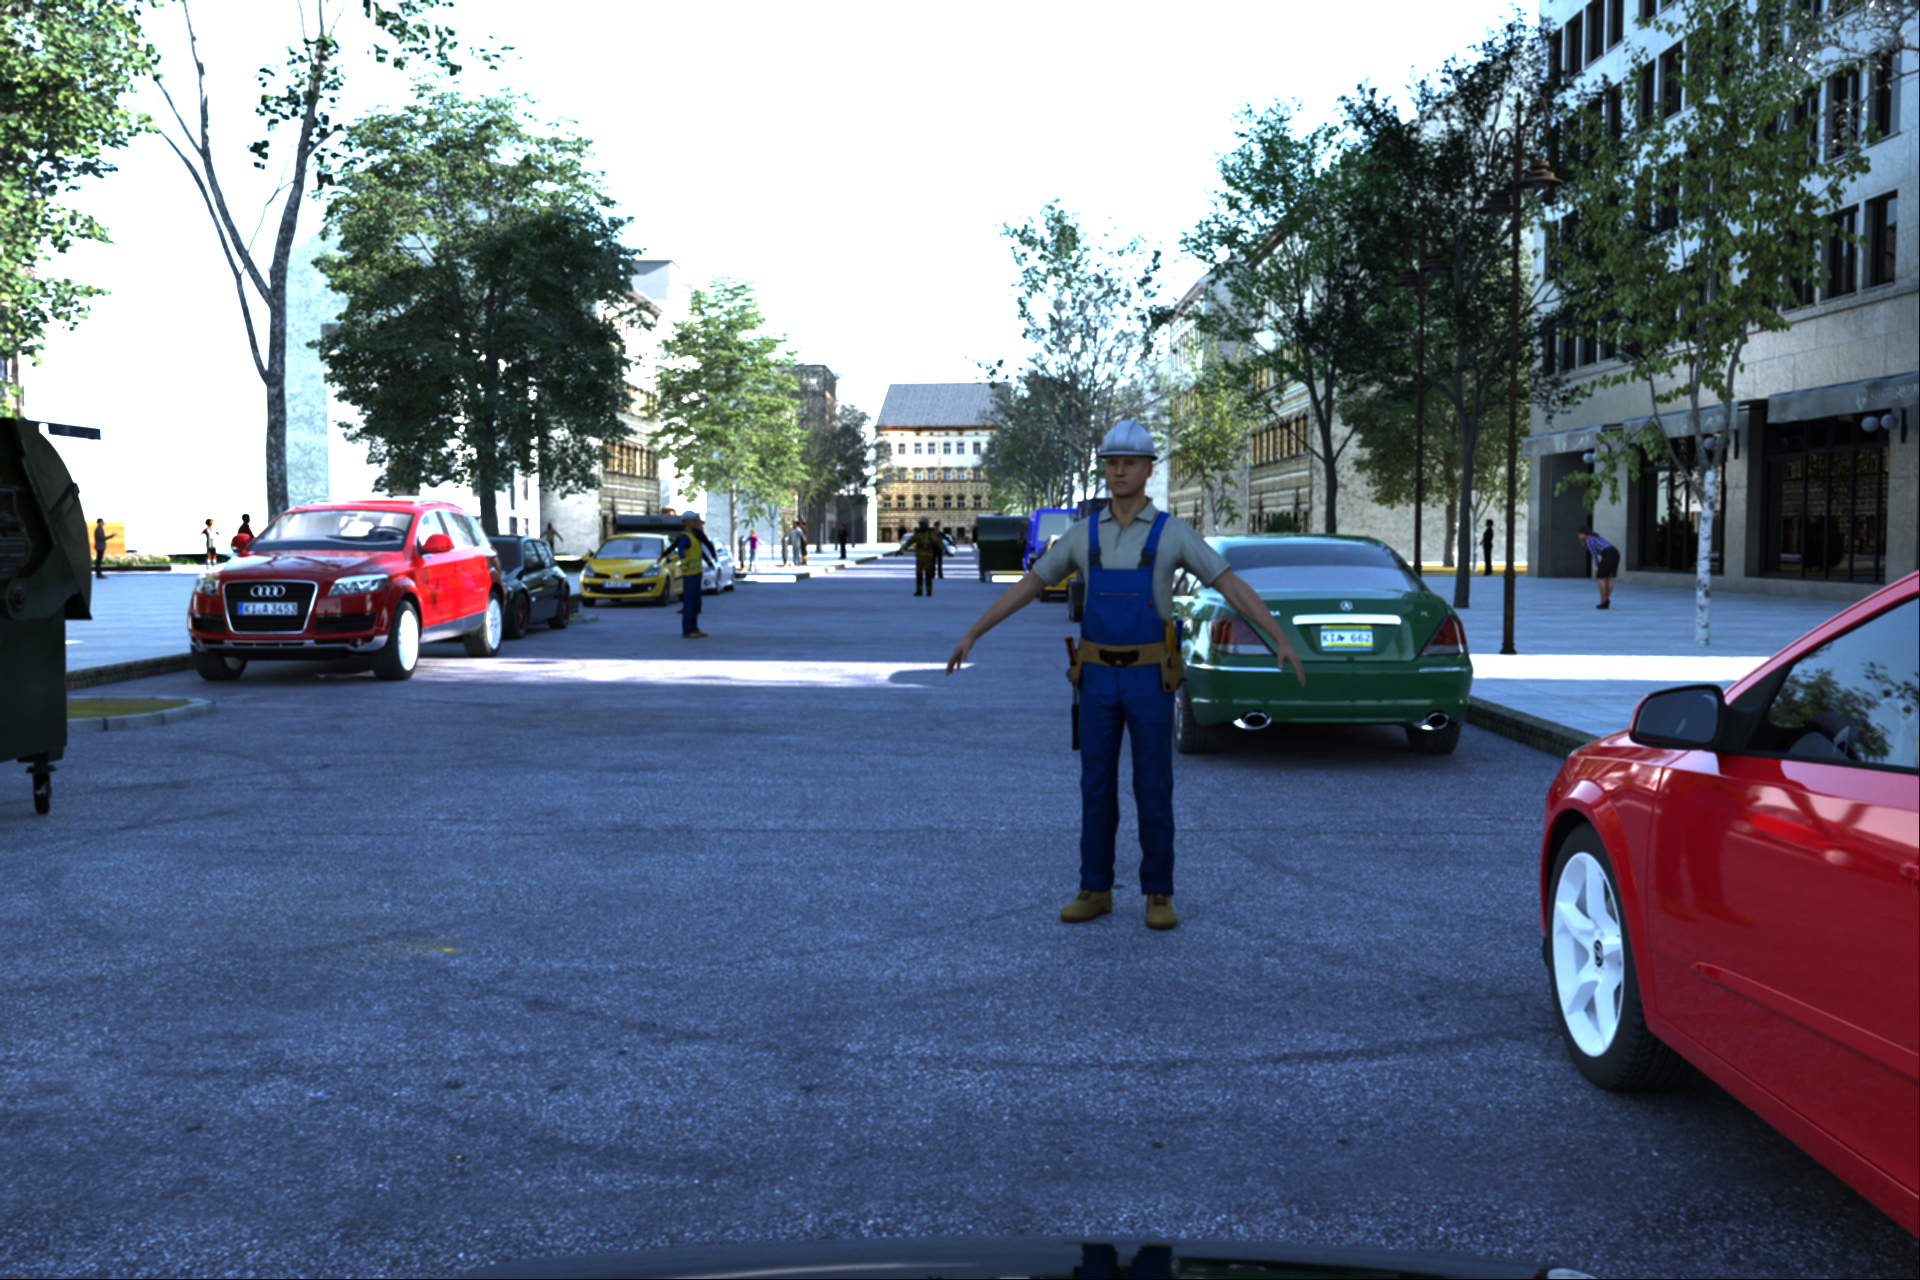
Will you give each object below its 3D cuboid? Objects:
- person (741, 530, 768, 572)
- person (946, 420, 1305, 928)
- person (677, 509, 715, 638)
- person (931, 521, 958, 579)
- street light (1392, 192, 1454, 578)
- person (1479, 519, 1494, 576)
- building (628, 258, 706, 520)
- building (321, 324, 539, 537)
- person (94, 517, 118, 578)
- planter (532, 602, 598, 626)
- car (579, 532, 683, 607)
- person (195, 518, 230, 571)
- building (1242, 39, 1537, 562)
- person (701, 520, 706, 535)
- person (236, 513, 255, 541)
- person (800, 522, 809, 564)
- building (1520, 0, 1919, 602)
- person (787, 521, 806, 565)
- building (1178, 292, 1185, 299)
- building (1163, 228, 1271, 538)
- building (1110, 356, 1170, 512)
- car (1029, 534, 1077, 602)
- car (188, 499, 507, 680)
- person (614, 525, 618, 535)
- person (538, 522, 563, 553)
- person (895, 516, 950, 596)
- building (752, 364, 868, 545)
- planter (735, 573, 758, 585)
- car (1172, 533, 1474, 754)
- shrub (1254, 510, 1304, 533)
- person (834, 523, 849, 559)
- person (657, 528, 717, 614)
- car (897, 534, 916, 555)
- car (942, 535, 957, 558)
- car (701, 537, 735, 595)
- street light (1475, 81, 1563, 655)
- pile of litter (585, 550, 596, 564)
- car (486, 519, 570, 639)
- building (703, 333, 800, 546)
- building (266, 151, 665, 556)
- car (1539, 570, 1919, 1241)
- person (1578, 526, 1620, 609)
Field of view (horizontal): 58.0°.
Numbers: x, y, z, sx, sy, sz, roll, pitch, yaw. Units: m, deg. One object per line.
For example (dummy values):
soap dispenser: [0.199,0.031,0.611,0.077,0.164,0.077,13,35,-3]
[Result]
person: [-6.950,-3.007,58.434,0.991,1.433,0.599,1,4,18]
person: [0.610,0.117,6.397,1.347,1.847,0.705,1,4,20]
person: [-3.648,-0.923,24.017,0.721,1.772,1.216,1,4,10]
person: [-0.739,-2.902,55.840,1.347,1.837,0.705,-1,4,-14]
street light: [6.351,-3.127,23.915,0.468,5.910,1.993,0,4,0]
person: [16.177,-2.849,53.307,0.721,1.740,1.216,2,4,29]
building: [-24.571,-16.129,120.129,16.016,20.090,11.380,0,4,0]
building: [-24.699,-8.629,83.236,9.099,9.664,28.070,0,4,0]
person: [-24.684,-2.662,50.097,0.750,1.759,0.617,-1,4,-13]
planter: [-6.970,-0.427,28.121,1.991,0.319,1.994,0,3,0]
car: [-6.615,-1.543,35.452,2.015,1.641,3.980,0,4,1]
person: [-25.235,-3.195,58.388,0.704,1.843,1.345,2,4,28]
building: [25.162,-15.632,86.513,19.493,23.208,18.063,0,4,1]
person: [-9.506,-3.514,63.725,0.705,1.796,1.348,-1,4,-12]
person: [-18.064,-2.313,43.922,0.704,1.816,1.345,0,4,2]
person: [-6.655,-4.115,73.419,0.704,1.812,1.346,1,4,16]
building: [26.292,-14.057,32.000,24.374,26.755,37.873,0,3,0]
person: [-6.821,-4.017,71.866,1.347,1.806,0.705,3,5,40]
building: [22.106,-17.115,136.255,16.016,20.090,11.380,0,3,0]
building: [23.823,-17.198,112.121,19.493,23.208,18.063,0,4,0]
building: [26.432,-21.908,189.120,19.493,23.208,18.063,0,4,1]
car: [2.523,-1.690,37.859,2.015,1.641,3.980,0,4,0]
car: [-6.417,-0.610,18.651,2.281,1.827,5.304,0,4,0]
person: [-17.795,-5.140,90.224,0.705,1.806,1.347,-1,4,-20]
person: [-18.715,-4.458,79.009,1.348,1.813,0.705,1,4,13]
person: [-0.846,-1.949,40.086,1.354,1.858,0.705,1,4,21]
building: [-26.667,-23.268,224.405,27.936,21.610,32.646,0,3,0]
planter: [-6.887,-1.768,50.049,1.991,0.319,1.994,0,3,0]
car: [2.332,-0.056,12.712,2.131,1.459,4.920,0,4,0]
shrub: [10.688,-3.287,57.790,1.661,2.075,1.752,0,3,0]
person: [-6.049,-5.083,89.040,0.705,1.837,1.347,-3,4,-37]
person: [-4.874,-1.383,31.292,0.704,1.802,1.346,3,5,43]
car: [-3.314,-6.670,119.278,2.015,1.641,3.980,0,3,0]
car: [-1.216,-5.810,106.997,2.014,1.417,4.499,0,4,-1]
car: [-6.610,-1.834,42.350,2.083,1.381,4.827,0,4,0]
street light: [5.854,-2.785,18.316,0.468,5.910,1.993,0,4,1]
pile of litter: [-10.153,-2.146,49.058,1.176,0.858,1.719,0,3,0]
car: [-6.813,-0.920,24.826,2.009,1.686,4.222,0,4,0]
building: [-28.033,-21.944,189.709,19.493,23.208,18.063,0,3,0]
building: [-29.697,-16.939,107.877,19.493,23.208,18.063,0,4,1]
car: [2.495,0.358,3.195,2.155,1.783,4.494,0,4,1]
person: [10.949,-1.250,29.721,0.697,1.427,0.421,3,4,38]
